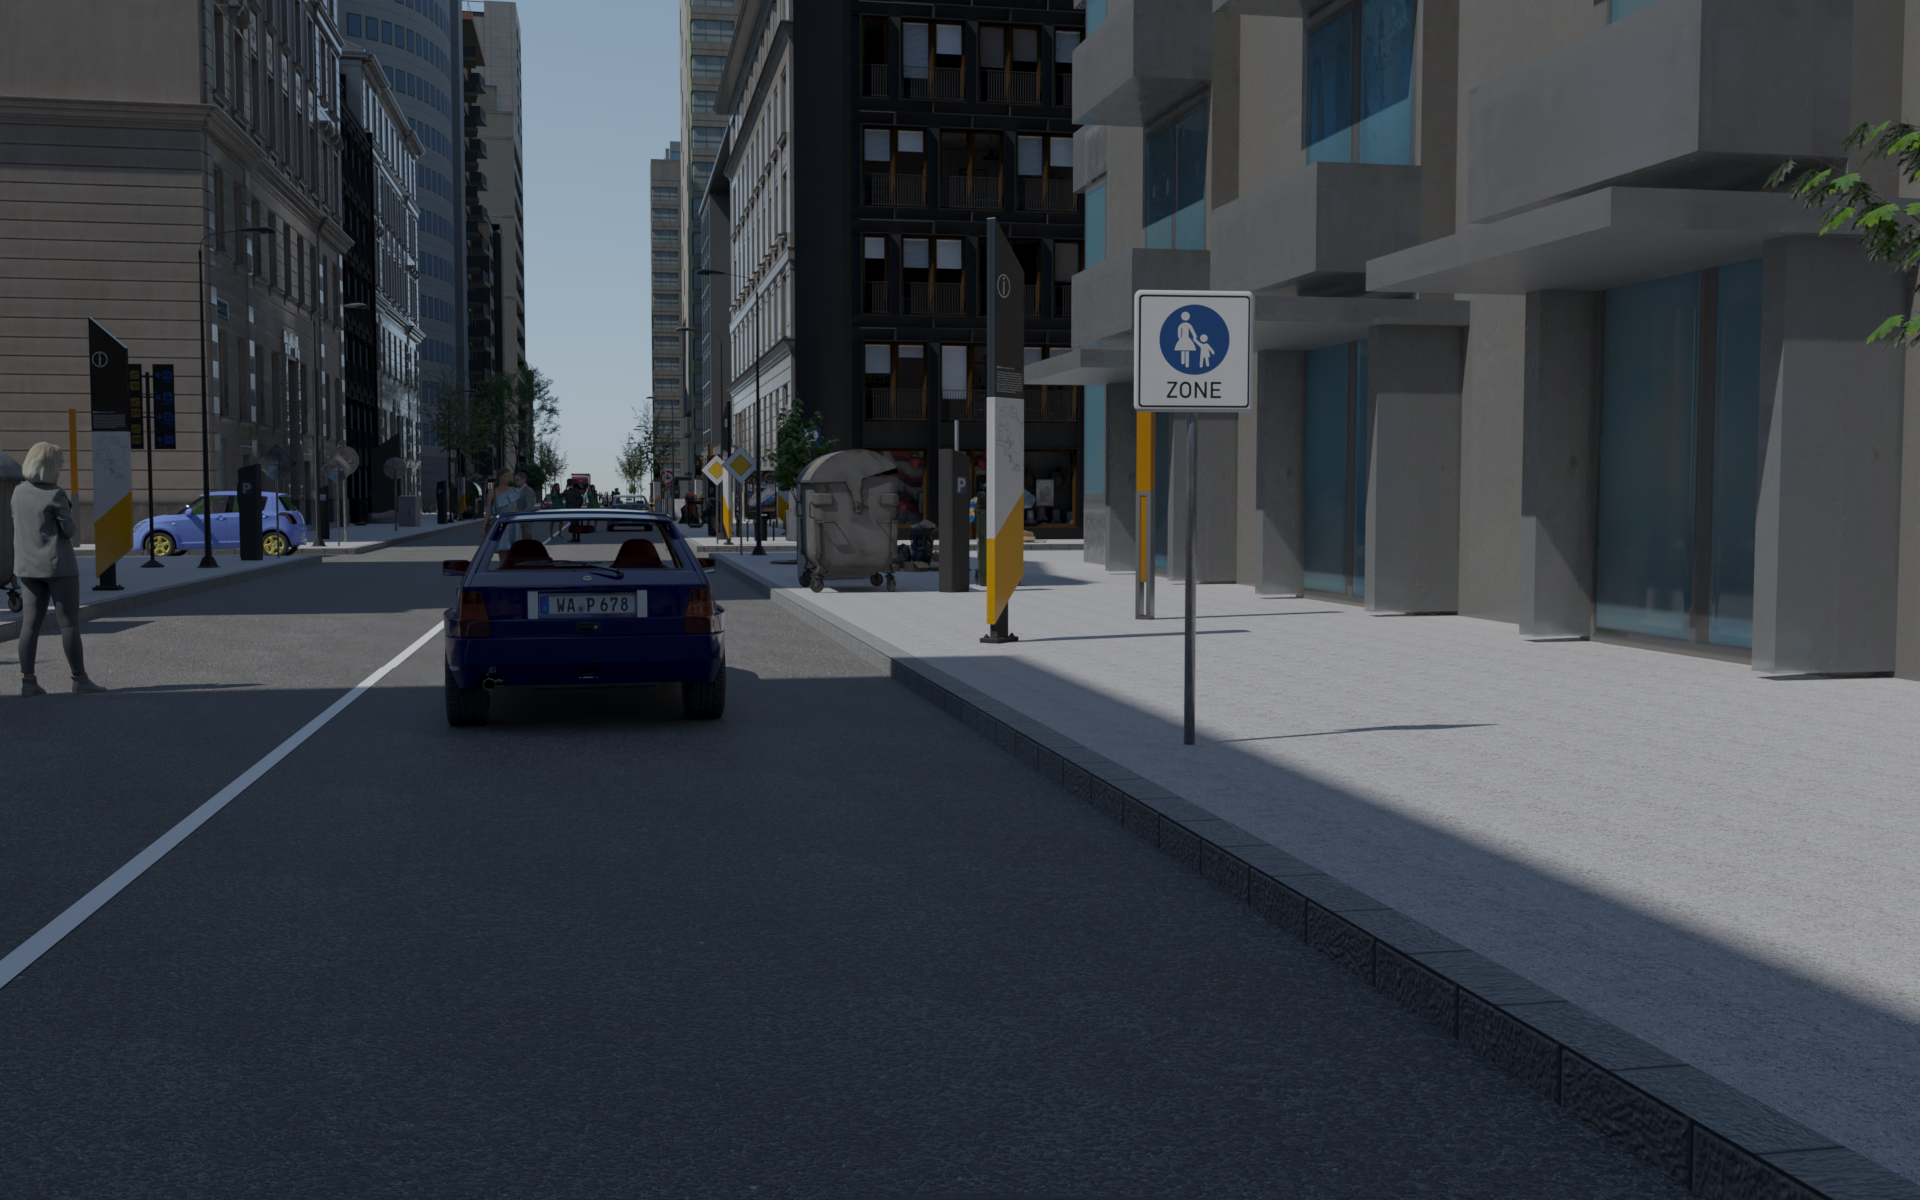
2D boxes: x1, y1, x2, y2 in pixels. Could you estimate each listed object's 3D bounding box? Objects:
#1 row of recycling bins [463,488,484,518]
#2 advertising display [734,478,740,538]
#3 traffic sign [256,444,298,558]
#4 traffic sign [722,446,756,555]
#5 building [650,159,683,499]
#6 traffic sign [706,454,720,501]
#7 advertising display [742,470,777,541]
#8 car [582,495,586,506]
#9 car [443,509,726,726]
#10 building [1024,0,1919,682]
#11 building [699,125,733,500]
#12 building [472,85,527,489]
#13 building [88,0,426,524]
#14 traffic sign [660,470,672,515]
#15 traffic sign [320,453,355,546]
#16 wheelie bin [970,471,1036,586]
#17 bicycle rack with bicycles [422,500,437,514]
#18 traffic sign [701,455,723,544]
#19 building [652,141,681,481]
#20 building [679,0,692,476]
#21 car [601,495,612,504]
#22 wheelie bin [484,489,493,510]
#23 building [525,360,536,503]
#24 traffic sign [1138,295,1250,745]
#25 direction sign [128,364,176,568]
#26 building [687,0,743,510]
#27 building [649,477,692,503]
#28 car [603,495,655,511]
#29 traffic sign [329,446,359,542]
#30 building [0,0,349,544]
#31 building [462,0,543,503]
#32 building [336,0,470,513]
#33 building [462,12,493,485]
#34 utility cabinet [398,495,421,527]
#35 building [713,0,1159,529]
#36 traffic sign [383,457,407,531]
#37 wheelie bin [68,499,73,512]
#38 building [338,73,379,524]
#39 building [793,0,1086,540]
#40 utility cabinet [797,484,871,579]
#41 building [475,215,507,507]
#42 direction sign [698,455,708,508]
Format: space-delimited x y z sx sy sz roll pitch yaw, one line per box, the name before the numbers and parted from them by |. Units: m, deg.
row of recycling bins | -26.063 -5.242 92.822 1.069 1.692 3.534 -1 4 -21
advertising display | -6.566 -2.820 51.326 0.123 1.923 0.974 -1 4 -14
traffic sign | -13.614 -1.890 34.544 0.795 2.450 0.064 -1 4 -12
traffic sign | -4.601 -2.001 36.358 0.795 2.450 0.064 -1 4 -12
building | -31.229 -32.507 215.085 14.154 41.232 14.086 -1 4 -12
traffic sign | -7.670 -3.356 54.973 0.768 2.556 0.104 0 4 -5
advertising display | -5.435 -2.569 47.210 0.974 1.923 0.123 -3 5 -40
car | -46.000 -11.988 208.362 2.083 1.381 4.827 -1 4 -12
car | -2.649 0.025 12.173 1.945 1.354 3.894 -1 4 -13
building | 14.217 -24.520 20.505 23.786 49.044 30.456 -1 4 -12
building | -7.728 -17.456 104.474 14.314 24.678 30.058 -1 4 -12
building | -63.728 -35.725 207.807 21.300 48.544 21.600 -1 4 -12
building | -36.719 -18.178 94.472 12.463 27.353 25.104 -1 4 -12
traffic sign | -15.782 -5.709 93.441 0.768 2.556 0.104 0 4 -7
traffic sign | -15.212 -2.369 42.368 0.795 2.450 0.064 -1 4 -12
wheelie bin | 0.572 -0.996 24.200 0.980 1.594 0.693 0 4 -3
bicycle rack with bicycles | -34.713 -6.075 112.716 2.852 0.926 2.925 -2 4 -34
traffic sign | -6.199 -2.479 44.182 0.795 2.450 0.064 -1 4 -12
building | -30.389 -37.804 237.704 23.786 49.044 30.456 -1 4 -12
building | -10.773 -34.582 154.646 28.713 52.752 27.495 -1 4 -12
car | -49.190 -14.055 242.160 2.083 1.381 4.827 -1 4 -11
wheelie bin | -28.521 -5.973 105.573 0.980 1.594 0.693 -2 4 -27
building | -71.902 -23.709 232.688 27.650 21.520 28.899 -1 4 -12
traffic sign | 1.175 -0.409 8.809 0.606 2.300 0.079 0 4 -6
direction sign | -14.129 -2.337 30.205 0.876 3.537 0.379 0 4 -8
building | -13.773 -27.486 132.982 14.154 41.232 14.086 -1 4 -12
building | -31.346 -35.086 265.535 32.217 40.220 23.993 -1 4 -12
car | -12.984 -3.423 67.976 2.014 1.417 4.499 -1 4 -12
traffic sign | -16.354 -2.808 46.015 0.768 2.556 0.104 0 4 -4
building | -27.246 -15.744 54.676 12.463 27.353 25.104 -1 4 -12
building | -72.892 -50.027 256.188 20.563 71.187 20.611 -1 4 -12
building | -47.970 -35.704 125.758 21.231 58.520 28.212 -1 4 -12
building | -53.762 -30.551 154.132 22.147 44.769 28.867 -1 4 -12
utility cabinet | -21.830 -3.514 68.620 1.020 1.237 0.306 2 4 33
building | -1.631 -14.793 75.148 16.112 22.955 30.059 -1 4 -12
traffic sign | -19.508 -3.653 59.835 0.768 2.556 0.104 -1 4 -11
wheelie bin | -15.064 -1.268 28.642 0.693 1.594 0.980 -2 4 -30
building | -32.630 -14.977 74.552 12.332 23.373 15.834 -1 4 -12
building | 3.339 -13.744 54.391 15.834 23.373 12.332 -1 4 -12
utility cabinet | -1.862 -1.064 26.072 1.173 1.500 0.318 -2 4 -35
building | -53.945 -24.753 176.420 14.160 30.474 14.107 -1 4 -12
direction sign | -14.873 -6.676 101.154 0.876 3.537 0.379 0 4 -2
